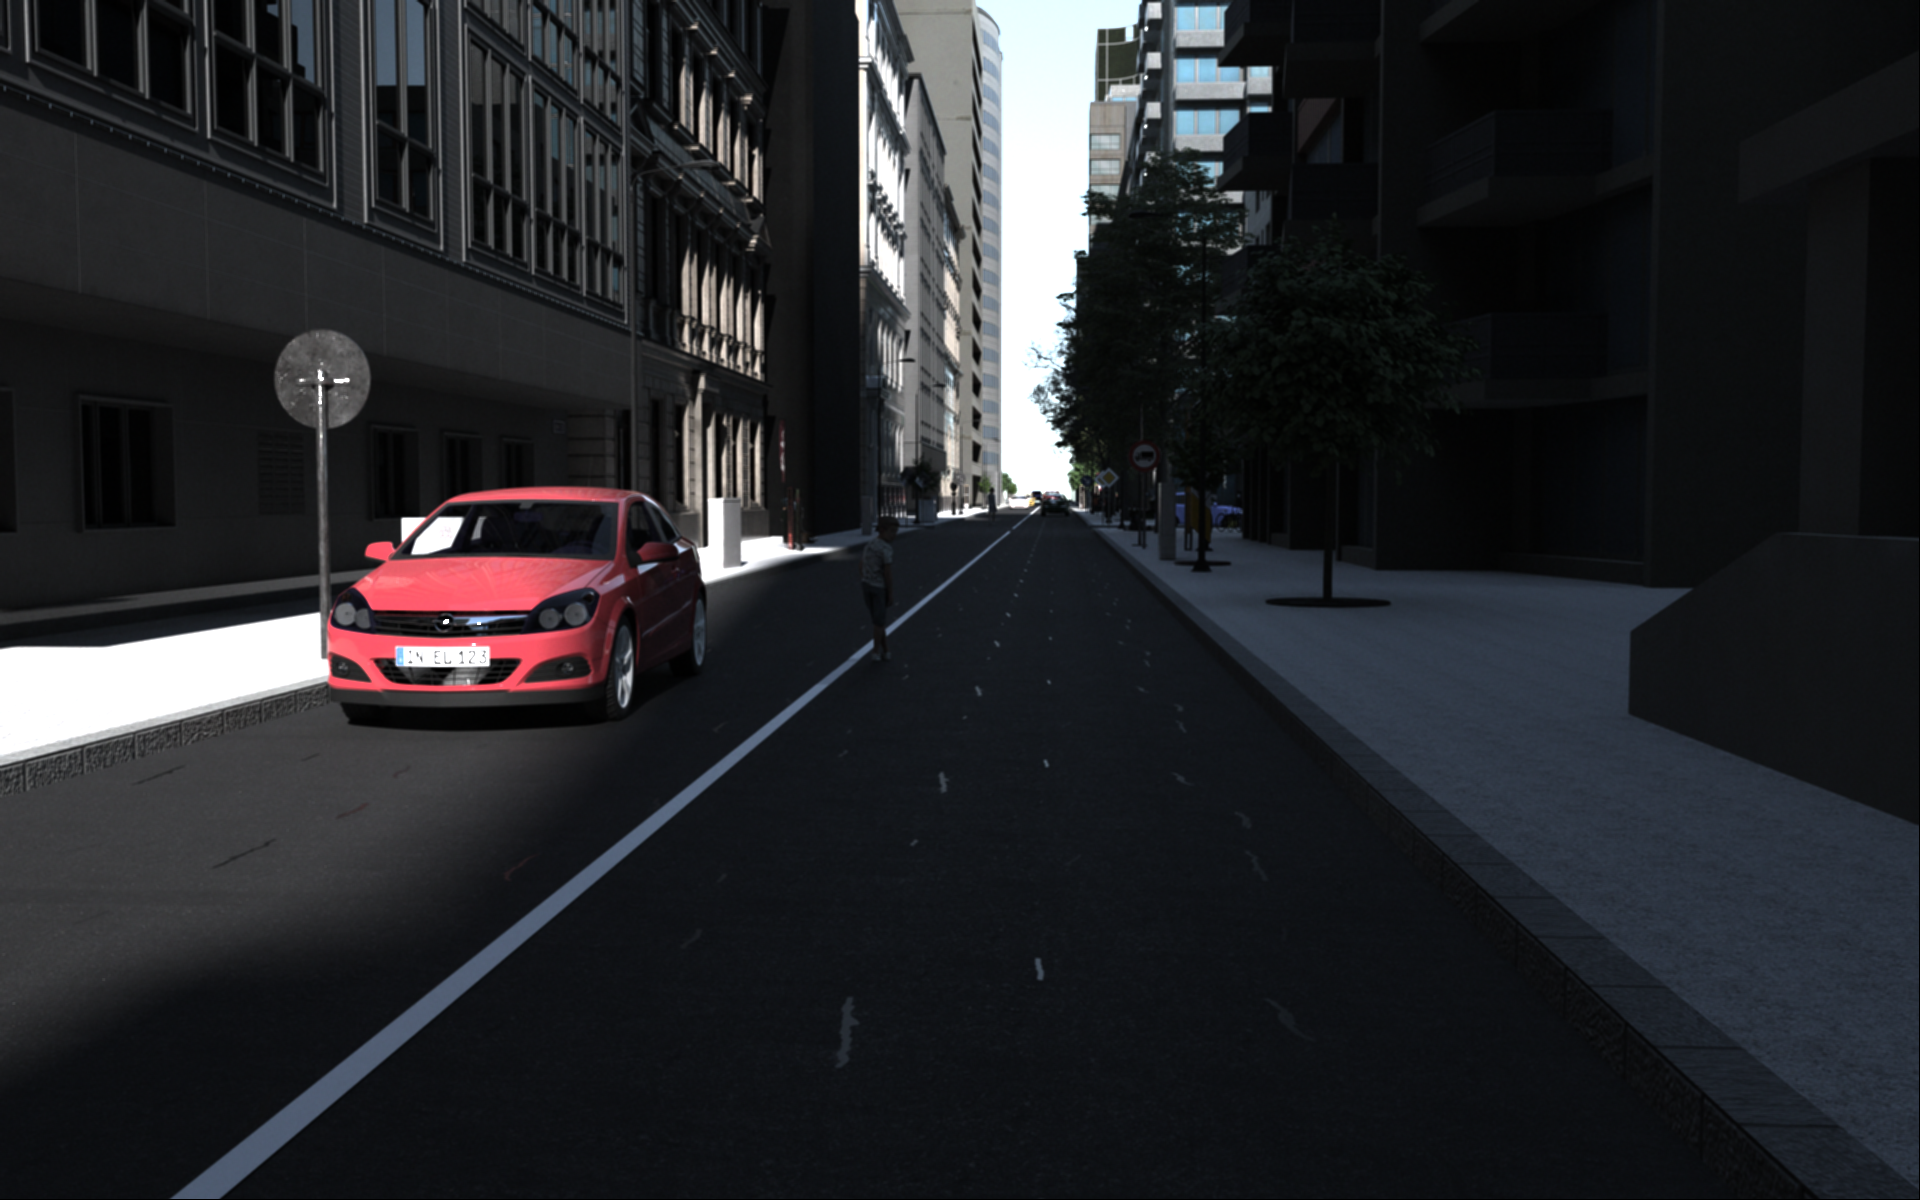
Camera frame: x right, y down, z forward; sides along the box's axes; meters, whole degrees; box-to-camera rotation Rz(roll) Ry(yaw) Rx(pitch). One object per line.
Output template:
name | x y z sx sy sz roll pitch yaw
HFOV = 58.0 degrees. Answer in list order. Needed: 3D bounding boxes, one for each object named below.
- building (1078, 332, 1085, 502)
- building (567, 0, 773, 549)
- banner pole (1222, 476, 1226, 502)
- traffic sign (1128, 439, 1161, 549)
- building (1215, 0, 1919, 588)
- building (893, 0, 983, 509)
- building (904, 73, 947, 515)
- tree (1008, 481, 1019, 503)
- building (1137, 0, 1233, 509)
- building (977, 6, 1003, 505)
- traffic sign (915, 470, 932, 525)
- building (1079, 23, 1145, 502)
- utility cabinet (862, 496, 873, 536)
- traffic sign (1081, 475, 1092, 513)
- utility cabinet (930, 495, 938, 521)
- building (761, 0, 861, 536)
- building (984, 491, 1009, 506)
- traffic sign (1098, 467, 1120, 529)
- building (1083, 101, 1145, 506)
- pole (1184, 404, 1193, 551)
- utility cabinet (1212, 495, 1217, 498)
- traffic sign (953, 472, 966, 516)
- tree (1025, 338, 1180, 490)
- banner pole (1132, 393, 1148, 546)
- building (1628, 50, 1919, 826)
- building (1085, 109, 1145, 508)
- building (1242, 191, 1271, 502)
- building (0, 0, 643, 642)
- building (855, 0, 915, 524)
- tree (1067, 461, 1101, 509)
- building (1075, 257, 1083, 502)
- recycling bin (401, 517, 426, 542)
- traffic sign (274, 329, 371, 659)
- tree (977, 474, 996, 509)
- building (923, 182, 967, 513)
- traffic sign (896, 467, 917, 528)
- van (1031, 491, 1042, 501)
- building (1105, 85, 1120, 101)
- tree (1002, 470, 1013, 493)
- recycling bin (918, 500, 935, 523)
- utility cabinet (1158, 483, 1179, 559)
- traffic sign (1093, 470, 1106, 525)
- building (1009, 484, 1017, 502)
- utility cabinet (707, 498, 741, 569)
building | 26.378 -31.350 284.266 14.160 30.474 14.107 0 4 3
building | -10.792 -10.815 41.454 10.561 19.102 19.286 0 4 3
banner pole | 15.337 -6.768 100.672 0.401 3.779 0.863 2 4 28
traffic sign | 4.317 -2.473 40.544 0.768 2.556 0.104 1 4 11
building | 17.045 -23.295 35.493 22.147 44.769 28.867 0 4 3
building | -9.031 -32.713 158.556 21.300 48.544 21.600 0 4 3
building | -8.625 -19.084 105.534 14.314 27.812 24.014 0 4 3
tree | 7.839 -15.869 254.059 1.663 3.219 1.824 0 3 0
building | 24.791 -31.258 130.669 23.786 49.044 30.456 0 4 3
building | -5.853 -40.686 207.213 21.231 58.520 28.212 0 4 3
traffic sign | -1.560 -4.230 72.804 0.795 2.450 0.064 0 4 3
building | 28.729 -50.594 265.456 20.563 71.187 20.611 0 4 3
utility cabinet | -2.890 -2.624 54.071 0.306 1.237 1.020 0 3 0
traffic sign | 8.476 -7.088 116.002 0.768 2.556 0.104 1 4 13
utility cabinet | -1.242 -4.363 82.500 0.306 1.237 1.020 0 4 -5
building | -11.934 -13.975 58.174 15.834 23.373 12.332 0 4 3
building | -9.937 -33.813 244.725 32.217 40.220 23.993 0 4 3
traffic sign | 5.534 -3.716 64.398 0.795 2.450 0.064 0 4 3
building | 20.546 -30.565 183.338 14.154 41.232 14.086 0 4 3
pole | 5.194 -2.779 39.281 0.158 3.312 0.155 0 3 0
utility cabinet | 14.900 -5.684 104.094 1.020 1.237 0.306 0 4 -4
traffic sign | -0.053 -6.238 102.099 0.768 2.556 0.104 1 4 10
tree | 8.053 -9.824 95.029 8.767 10.594 7.601 -1 4 -13
banner pole | 4.451 -3.218 42.625 0.401 3.779 0.863 0 4 2
building | 19.600 -18.911 1.074 32.217 40.220 23.993 0 4 3
building | 28.550 -28.846 163.506 32.217 40.220 23.993 0 4 3
building | 29.895 -14.645 84.485 28.899 21.520 27.650 0 4 3
building | -13.360 -13.834 19.687 14.314 27.812 24.014 0 4 3
building | -9.618 -18.202 83.502 13.634 28.700 20.117 0 4 3
tree | 10.827 -10.171 150.003 4.285 4.588 4.351 0 3 0
building | 26.942 -37.607 298.463 14.154 41.232 14.086 0 4 3
recycling bin | -5.525 -0.375 18.691 0.722 1.027 0.722 1 4 13
traffic sign | -4.934 -0.814 13.410 0.768 2.556 0.104 0 4 3
tree | 2.324 -9.663 152.593 1.663 3.219 1.824 0 3 0
building | -6.353 -20.415 131.044 12.463 27.353 25.104 0 4 3
traffic sign | -1.998 -3.742 64.831 0.795 2.450 0.064 0 4 3
van | 13.310 -18.175 301.548 2.240 2.365 5.245 0 4 2
building | 26.858 -35.805 205.017 23.786 49.044 30.456 0 4 3
tree | 5.319 -14.742 224.752 4.285 4.588 4.351 0 3 0
recycling bin | -1.479 -3.919 76.635 0.722 1.027 0.722 0 4 2
utility cabinet | 4.101 -1.563 34.227 0.318 1.500 1.173 0 4 4
traffic sign | 5.972 -4.204 72.371 0.795 2.450 0.064 0 4 3
building | -6.644 -36.736 292.513 32.217 40.220 23.993 0 4 3
utility cabinet | -4.093 -1.159 30.105 0.306 1.237 1.020 1 4 10
